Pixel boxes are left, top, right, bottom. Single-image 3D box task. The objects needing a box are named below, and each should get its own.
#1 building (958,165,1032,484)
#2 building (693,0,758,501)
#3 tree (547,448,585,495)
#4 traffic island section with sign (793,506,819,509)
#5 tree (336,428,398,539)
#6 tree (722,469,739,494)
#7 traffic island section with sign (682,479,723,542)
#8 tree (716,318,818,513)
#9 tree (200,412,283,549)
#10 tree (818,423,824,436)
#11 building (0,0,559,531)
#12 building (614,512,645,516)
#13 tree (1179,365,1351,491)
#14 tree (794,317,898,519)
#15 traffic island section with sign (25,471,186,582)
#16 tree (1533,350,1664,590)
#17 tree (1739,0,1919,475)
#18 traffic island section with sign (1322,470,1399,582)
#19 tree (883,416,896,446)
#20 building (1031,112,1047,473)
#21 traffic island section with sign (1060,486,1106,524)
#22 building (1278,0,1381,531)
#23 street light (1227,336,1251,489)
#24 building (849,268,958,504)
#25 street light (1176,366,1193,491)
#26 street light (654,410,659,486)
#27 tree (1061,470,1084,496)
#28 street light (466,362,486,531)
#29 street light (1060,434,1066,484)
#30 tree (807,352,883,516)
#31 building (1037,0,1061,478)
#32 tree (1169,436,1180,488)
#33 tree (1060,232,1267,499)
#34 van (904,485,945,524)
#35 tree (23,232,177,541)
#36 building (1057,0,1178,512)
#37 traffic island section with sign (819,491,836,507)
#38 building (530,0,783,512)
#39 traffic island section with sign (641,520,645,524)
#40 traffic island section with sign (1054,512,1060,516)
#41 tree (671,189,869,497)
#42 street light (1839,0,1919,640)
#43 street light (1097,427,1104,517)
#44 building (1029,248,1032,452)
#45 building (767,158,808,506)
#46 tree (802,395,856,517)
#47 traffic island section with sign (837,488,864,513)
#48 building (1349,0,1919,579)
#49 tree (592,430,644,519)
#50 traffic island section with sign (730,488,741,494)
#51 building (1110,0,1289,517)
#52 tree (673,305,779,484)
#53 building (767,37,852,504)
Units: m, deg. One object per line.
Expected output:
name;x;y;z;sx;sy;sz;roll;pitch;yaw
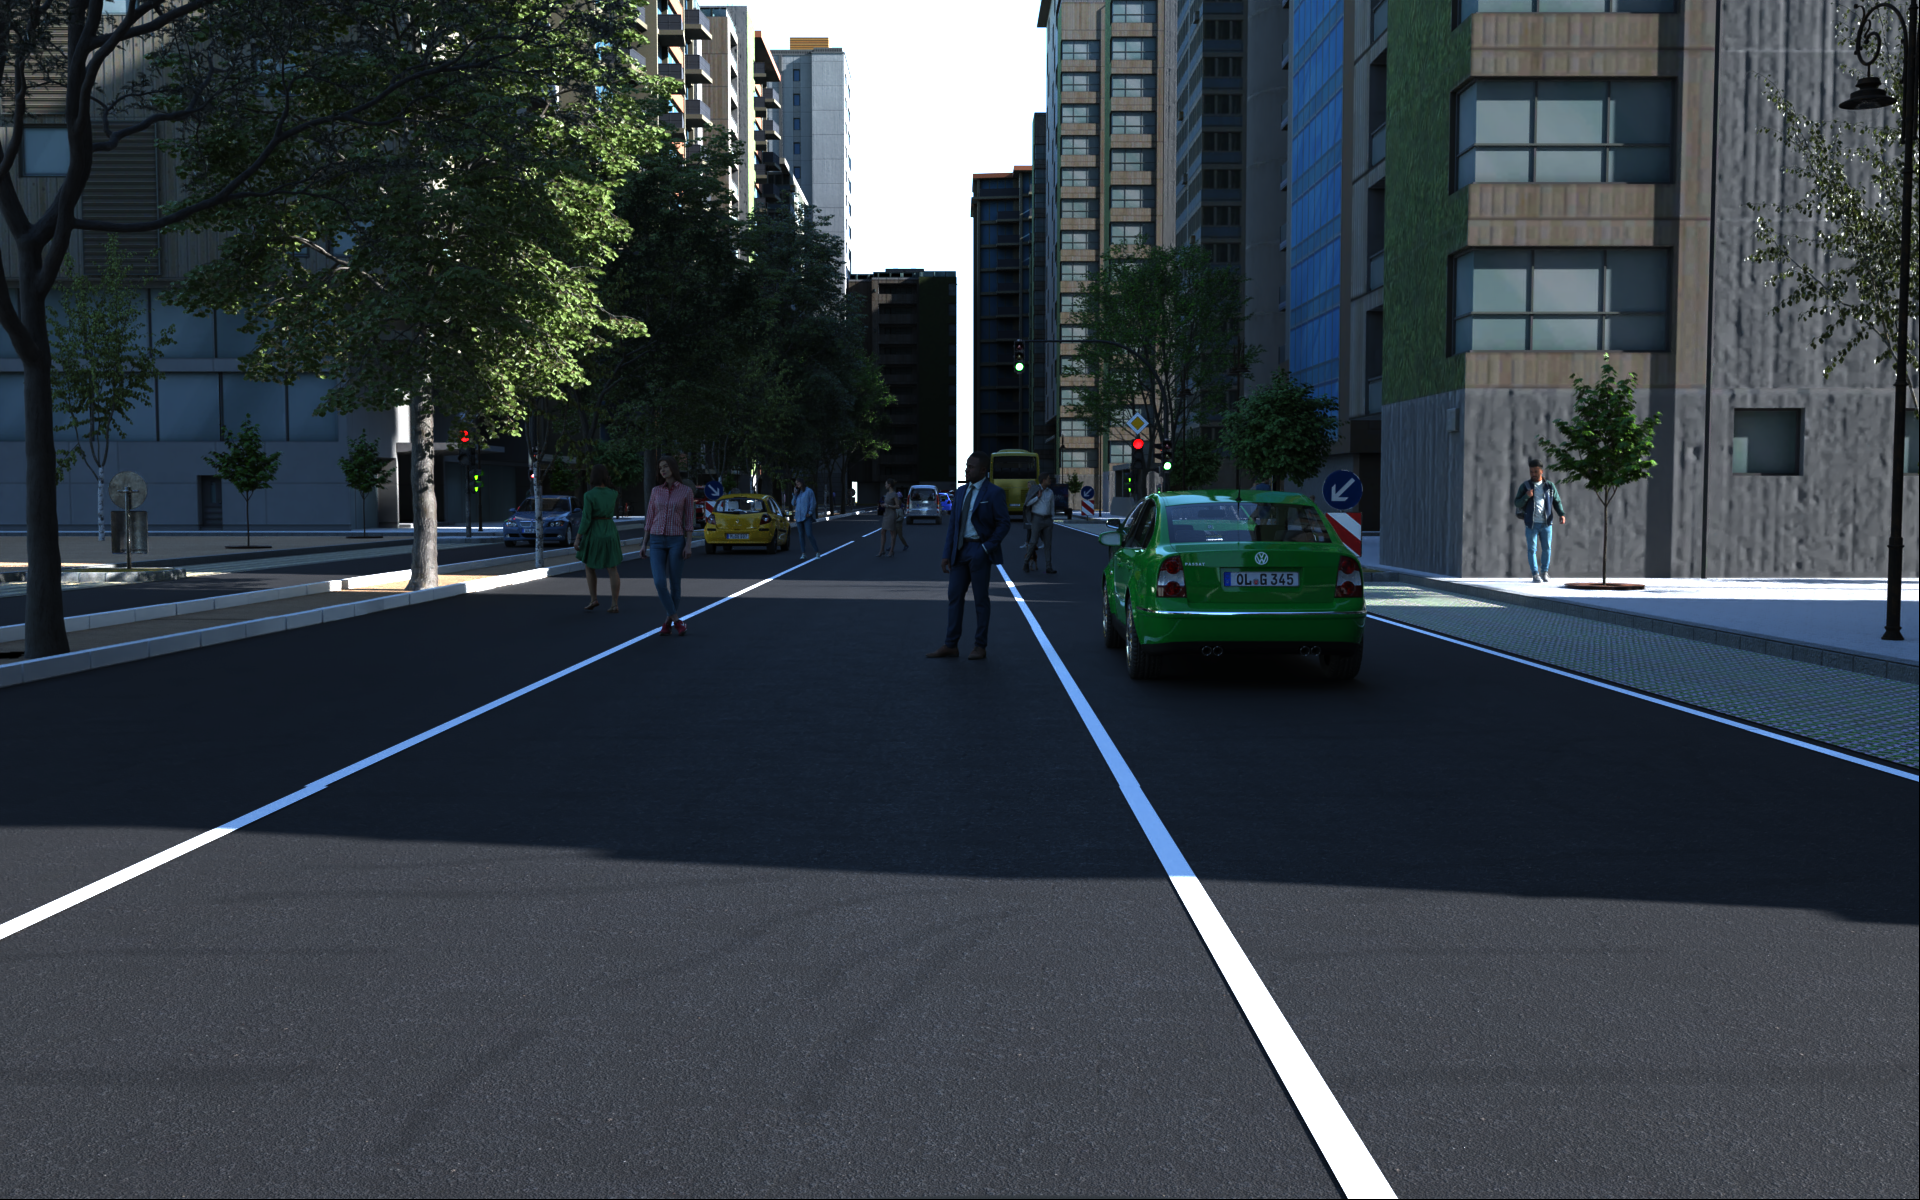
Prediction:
building;14.209;-35.101;228.531;28.867;44.769;22.147;0;3;0
building;-24.378;-27.966;140.835;14.154;41.232;14.086;0;3;0
tree;-16.792;-4.776;72.694;1.663;3.219;1.824;0;3;0
traffic island section with sign;-14.460;-9.324;161.078;1.989;1.847;2.006;0;3;0
tree;-17.229;-3.415;50.434;1.663;3.219;1.824;0;3;0
tree;-17.822;-8.494;133.475;1.663;3.219;1.824;0;3;0
traffic island section with sign;-8.263;-2.652;51.494;2.006;1.907;1.989;0;3;0
tree;-7.927;-6.932;66.153;4.737;8.622;4.395;0;3;0
tree;-16.735;-2.834;40.933;1.663;3.219;1.824;0;3;0
tree;-8.296;-7.861;81.350;4.737;8.622;4.395;0;3;0
building;-32.391;-29.466;71.001;28.713;52.752;27.495;0;3;0
building;-28.237;-28.059;113.390;22.147;44.769;28.867;0;3;0
tree;8.207;-3.693;44.092;4.285;4.588;4.351;0;3;0
tree;-8.215;-10.440;98.913;9.928;11.665;9.643;0;3;0
traffic island section with sign;-14.175;-1.247;29.009;1.989;1.847;2.006;0;3;0
tree;8.648;-1.770;23.535;1.663;3.219;1.824;0;3;0
tree;12.770;-4.438;22.921;4.360;8.622;3.978;0;3;0
traffic island section with sign;6.136;-1.249;29.049;1.989;1.847;2.006;0;3;0
tree;-8.262;-10.726;112.245;8.767;10.594;7.601;0;3;0
building;14.759;-30.897;188.765;14.154;41.232;14.086;0;3;0
traffic island section with sign;6.021;-4.605;83.927;1.989;1.847;2.006;0;3;0
building;20.428;-25.370;64.915;14.200;45.320;14.600;0;3;0
street light;8.150;-4.770;50.783;0.468;5.910;1.993;0;3;0
building;-7.270;-27.707;224.716;14.107;30.474;14.160;0;3;0
street light;8.088;-5.488;62.517;0.468;5.910;1.993;0;3;0
street light;-16.636;-7.465;94.846;0.468;5.910;1.993;0;3;0
tree;9.122;-8.713;137.061;1.663;3.219;1.824;0;3;0
street light;-16.491;-5.297;59.391;0.468;5.910;1.993;0;3;0
street light;7.888;-9.812;133.206;0.468;5.910;1.993;0;3;0
tree;-8.639;-9.307;89.036;8.767;10.594;7.601;0;3;0
building;22.357;-35.379;167.678;28.713;52.752;27.495;0;3;0
tree;11.266;-6.148;84.228;4.285;4.588;4.351;0;3;0
tree;8.192;-8.703;68.041;9.928;11.665;9.643;0;3;0
van;-1.715;-4.655;83.115;2.013;2.044;4.112;0;4;0
tree;-23.757;-5.954;47.703;4.737;8.622;4.395;0;3;0
building;15.161;-28.359;147.264;14.154;41.232;14.086;0;3;0
traffic island section with sign;-14.515;-10.998;188.447;1.989;1.847;2.006;0;3;0
building;-28.495;-31.042;162.155;22.147;44.769;28.867;0;3;0
traffic island section with sign;-14.289;-4.600;83.837;1.989;1.847;2.006;0;3;0
traffic island section with sign;5.971;-6.254;110.882;1.989;1.847;2.006;0;3;0
tree;-8.251;-10.047;73.373;9.857;13.997;8.962;0;3;0
street light;8.216;-2.587;15.078;0.468;5.910;1.993;0;3;0
street light;7.956;-7.667;98.147;0.468;5.910;1.993;0;3;0
building;15.029;-26.389;203.165;14.160;30.474;14.107;0;3;0
building;-29.507;-30.706;193.919;23.993;40.220;32.217;0;3;0
tree;-8.281;-9.383;106.235;4.360;8.622;3.978;0;3;0
traffic island section with sign;-8.435;-7.701;134.040;2.006;1.907;1.989;0;3;0
building;14.660;-21.311;32.027;14.154;41.232;14.086;0;3;0
tree;-17.517;-6.405;88.434;4.285;4.588;4.351;0;3;0
traffic island section with sign;-14.349;-6.249;110.792;1.989;1.847;2.006;0;3;0
building;25.493;-24.957;99.922;32.217;40.220;23.993;0;3;0
tree;-8.329;-6.547;59.863;4.360;8.622;3.978;0;3;0
building;-28.437;-41.912;227.253;28.212;58.520;21.231;0;3;0
